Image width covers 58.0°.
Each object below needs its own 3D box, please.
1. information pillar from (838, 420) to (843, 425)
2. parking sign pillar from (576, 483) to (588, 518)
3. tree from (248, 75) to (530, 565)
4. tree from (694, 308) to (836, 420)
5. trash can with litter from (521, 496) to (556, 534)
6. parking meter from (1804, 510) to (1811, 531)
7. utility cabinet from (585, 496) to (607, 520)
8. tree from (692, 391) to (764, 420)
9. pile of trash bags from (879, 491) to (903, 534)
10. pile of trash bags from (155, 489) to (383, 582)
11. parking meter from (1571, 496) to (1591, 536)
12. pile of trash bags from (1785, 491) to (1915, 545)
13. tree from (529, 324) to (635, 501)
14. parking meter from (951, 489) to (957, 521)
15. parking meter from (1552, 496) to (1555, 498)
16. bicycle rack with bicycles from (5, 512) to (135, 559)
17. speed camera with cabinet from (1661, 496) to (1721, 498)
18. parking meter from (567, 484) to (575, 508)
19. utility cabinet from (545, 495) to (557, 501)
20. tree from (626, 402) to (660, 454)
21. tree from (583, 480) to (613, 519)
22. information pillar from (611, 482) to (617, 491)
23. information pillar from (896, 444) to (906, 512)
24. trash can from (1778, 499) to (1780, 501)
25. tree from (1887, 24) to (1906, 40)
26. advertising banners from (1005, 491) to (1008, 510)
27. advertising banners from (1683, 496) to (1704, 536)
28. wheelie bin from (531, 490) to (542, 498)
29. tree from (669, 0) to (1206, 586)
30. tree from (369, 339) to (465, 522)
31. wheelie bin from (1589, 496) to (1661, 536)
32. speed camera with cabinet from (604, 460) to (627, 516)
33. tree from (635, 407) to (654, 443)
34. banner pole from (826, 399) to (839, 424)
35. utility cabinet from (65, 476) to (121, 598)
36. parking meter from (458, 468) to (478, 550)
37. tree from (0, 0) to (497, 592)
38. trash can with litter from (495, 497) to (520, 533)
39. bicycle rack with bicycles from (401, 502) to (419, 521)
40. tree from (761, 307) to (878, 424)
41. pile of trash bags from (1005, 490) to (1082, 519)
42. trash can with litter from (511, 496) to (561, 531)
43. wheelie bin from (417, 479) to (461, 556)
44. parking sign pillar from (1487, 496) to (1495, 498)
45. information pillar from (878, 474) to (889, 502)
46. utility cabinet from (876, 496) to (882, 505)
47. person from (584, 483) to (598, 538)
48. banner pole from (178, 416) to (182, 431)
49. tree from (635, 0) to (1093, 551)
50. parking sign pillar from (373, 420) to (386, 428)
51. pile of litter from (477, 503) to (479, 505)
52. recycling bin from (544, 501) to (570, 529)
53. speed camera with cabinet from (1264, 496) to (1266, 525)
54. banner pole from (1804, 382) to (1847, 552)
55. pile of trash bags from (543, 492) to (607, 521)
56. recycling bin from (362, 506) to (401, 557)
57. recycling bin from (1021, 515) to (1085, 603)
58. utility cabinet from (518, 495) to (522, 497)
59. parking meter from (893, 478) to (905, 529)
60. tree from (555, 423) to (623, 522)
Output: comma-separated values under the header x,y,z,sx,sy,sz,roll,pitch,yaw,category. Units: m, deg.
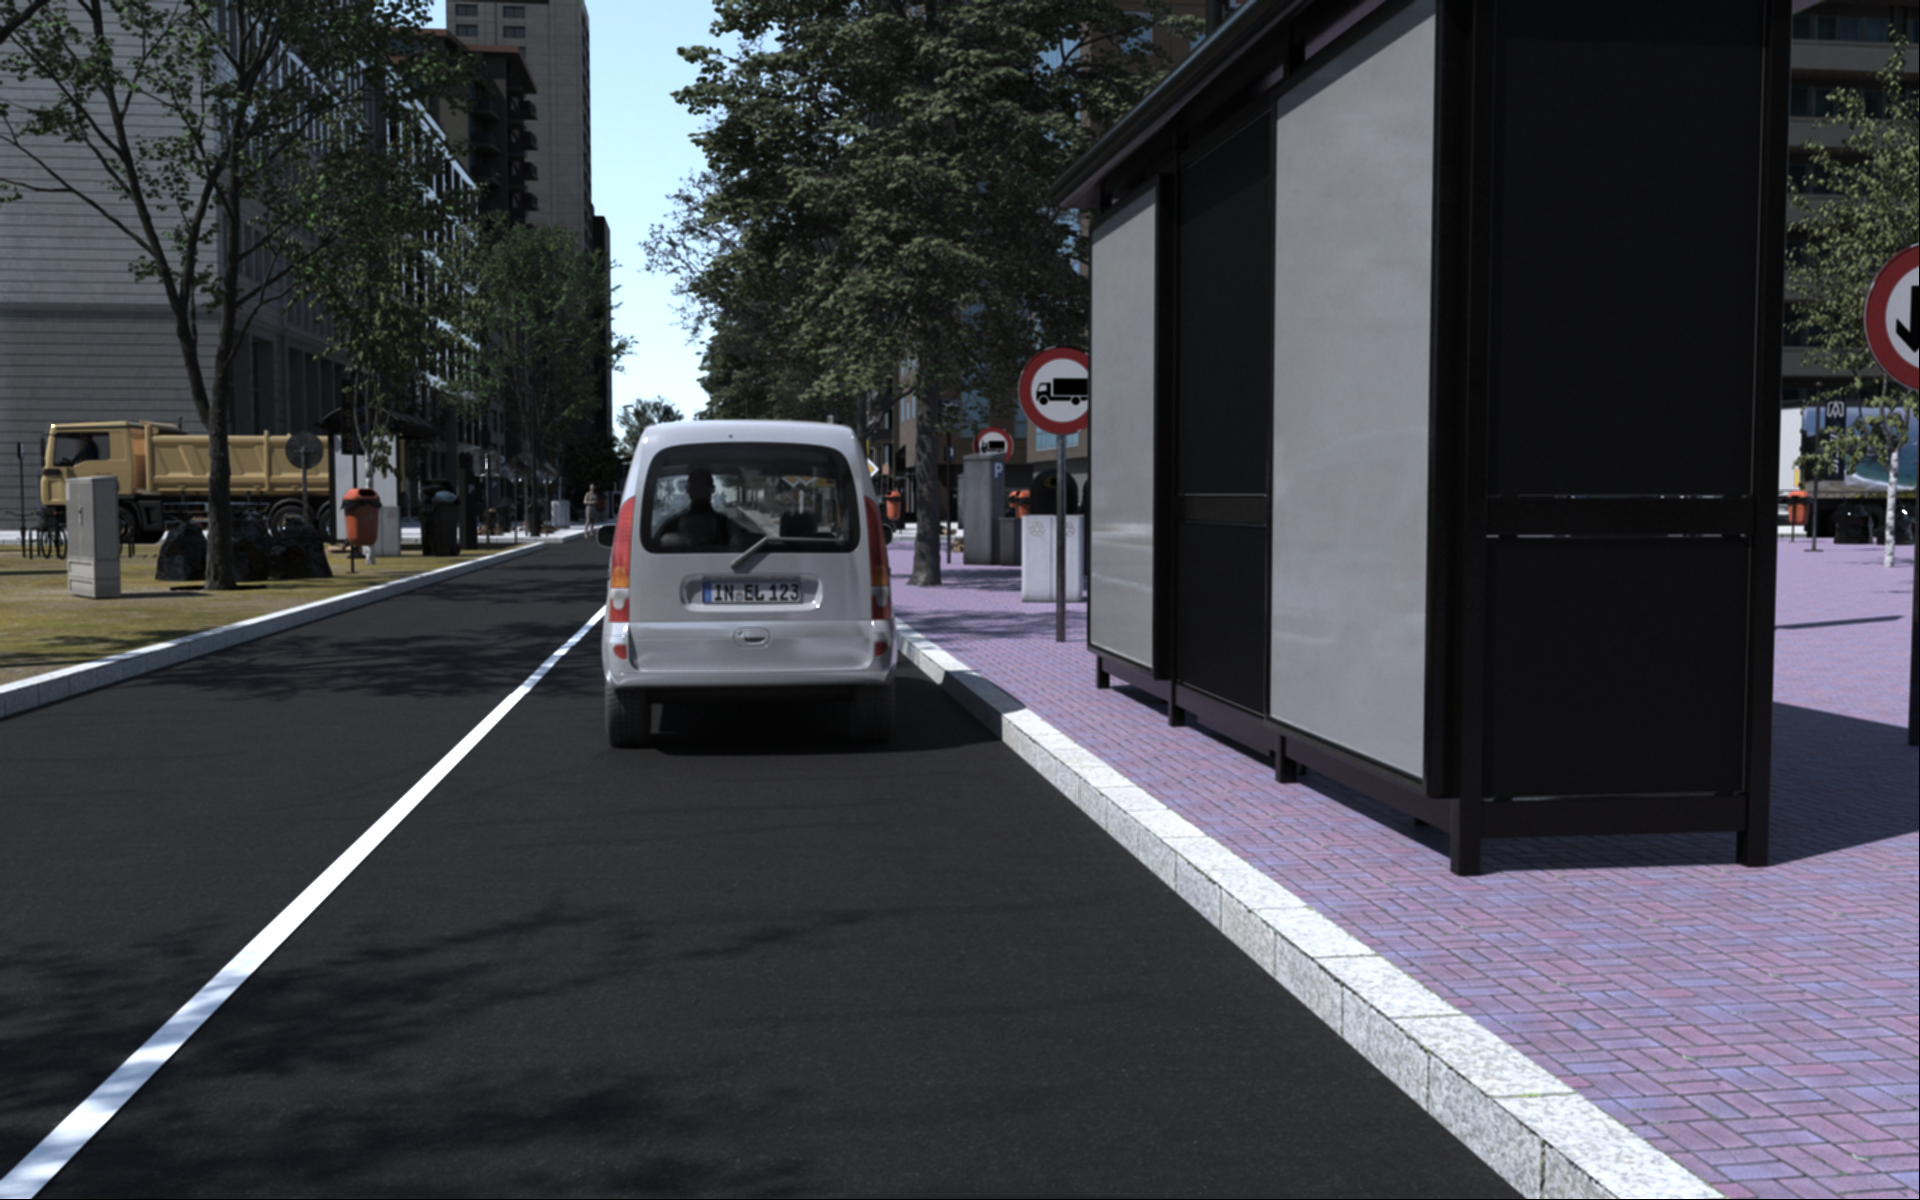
x,y,z,sx,sy,sz,roll,pitch,yaw,category
-3.582,-3.792,53.357,0.504,3.616,0.183,0,4,1,information pillar
-19.717,-6.324,91.868,1.447,3.967,1.447,1,4,19,parking sign pillar
-10.514,-4.955,31.371,4.737,8.622,4.395,0,3,0,tree
-12.216,-12.373,108.955,9.857,13.997,8.962,0,3,0,tree
-13.612,-2.755,56.436,1.055,1.170,0.624,2,4,29,trash can with litter
29.231,-3.126,59.516,0.372,1.533,0.369,0,3,0,parking meter
-18.038,-4.568,85.850,1.020,1.237,0.306,0,4,1,utility cabinet
-34.799,-25.124,266.667,12.611,20.169,13.585,0,3,0,tree
-2.849,-2.899,57.148,1.912,1.369,3.447,-2,4,-31,pile of trash bags
-10.453,-1.040,26.758,1.912,1.369,3.447,2,4,34,pile of trash bags
9.836,-1.157,27.331,0.372,1.533,0.369,0,3,0,parking meter
23.227,-2.165,45.145,1.912,1.369,3.447,-3,4,-37,pile of trash bags
-17.024,-7.484,72.732,4.737,8.622,4.395,0,3,0,tree
-0.303,-4.458,81.300,0.372,1.533,0.369,0,3,0,parking meter
26.605,-4.211,77.257,0.372,1.533,0.369,0,3,0,parking meter
-17.919,-1.327,35.086,2.852,0.926,2.925,-1,4,-22,bicycle rack with bicycles
26.592,-4.201,63.014,0.660,3.252,2.038,-3,4,-37,speed camera with cabinet
-23.346,-6.007,103.922,0.255,1.863,0.399,2,4,28,parking meter
-26.510,-6.196,112.473,0.306,1.237,1.020,2,4,35,utility cabinet
-24.827,-11.465,137.807,4.360,8.622,3.978,0,3,0,tree
-18.407,-5.690,87.635,1.663,3.219,1.824,0,3,0,tree
-21.046,-6.157,105.166,0.304,2.012,0.304,1,4,15,information pillar
-2.773,-5.510,81.441,0.504,3.616,0.183,-1,4,-22,information pillar
22.298,-2.223,47.999,0.748,1.137,0.748,0,3,0,trash can
12.416,-4.340,21.318,4.737,8.622,4.395,0,3,0,tree
1.480,-4.295,66.418,0.090,3.025,2.074,1,4,21,advertising banners
16.035,-2.536,37.644,0.090,3.025,2.074,3,4,38,advertising banners
-27.792,-6.472,113.732,0.980,1.594,0.693,3,4,36,wheelie bin
-0.385,-6.503,24.451,7.486,12.596,7.792,0,3,0,tree
-24.813,-7.840,78.549,4.360,8.622,3.978,0,3,0,tree
8.235,-0.833,21.536,0.693,1.594,0.980,-2,4,-25,wheelie bin
-19.762,-6.491,100.456,0.660,3.252,2.038,2,4,28,speed camera with cabinet
-27.244,-11.921,145.268,4.737,8.622,4.395,0,3,0,tree
-3.348,-3.407,45.721,0.401,3.779,0.863,-2,4,-29,banner pole
-10.794,-0.786,21.524,0.318,1.500,1.173,-3,5,-41,utility cabinet
-11.297,-2.083,39.771,0.255,1.863,0.399,2,4,29,parking meter
-9.991,-5.932,22.750,9.928,11.665,9.643,0,3,0,tree
-15.156,-2.813,57.383,0.624,1.170,1.055,0,4,7,trash can with litter
-25.334,-4.242,82.743,2.925,0.926,2.852,-3,5,-41,bicycle rack with bicycles
-5.034,-6.713,60.125,4.360,8.622,3.978,0,3,0,tree
2.974,-2.882,56.875,3.447,1.369,1.912,3,5,41,pile of trash bags
-14.913,-3.018,60.394,2.233,1.210,1.678,0,4,-7,trash can with litter
-10.793,-1.712,35.907,0.980,1.594,0.693,2,4,28,wheelie bin
36.090,-7.946,118.384,1.447,3.967,1.447,-1,4,-8,parking sign pillar
-2.856,-3.670,64.490,0.304,2.012,0.304,-2,4,-25,information pillar
-3.268,-3.077,61.476,1.020,1.237,0.306,0,4,1,utility cabinet
-12.003,-2.909,56.401,0.374,1.781,0.599,3,5,44,person
-25.049,-4.015,55.668,0.401,3.779,0.863,-1,4,-17,banner pole
-2.124,-7.872,39.085,12.009,13.543,11.850,0,3,0,tree
-18.643,-4.042,54.554,1.447,3.967,1.447,0,4,4,parking sign pillar
-28.462,-5.431,102.769,1.176,0.858,1.719,0,4,-3,pile of litter
-15.062,-3.189,64.700,0.722,1.027,0.722,1,4,18,recycling bin
7.970,-3.071,44.554,2.038,3.252,0.660,-3,4,-38,speed camera with cabinet
19.384,-2.979,38.730,0.863,3.779,0.401,0,4,2,banner pole
-18.687,-4.488,83.130,3.447,1.369,1.912,-1,4,-8,pile of trash bags
-11.900,-1.409,35.596,0.722,1.027,0.722,-1,4,-22,recycling bin
1.122,-0.504,20.795,0.722,1.027,0.722,0,4,6,recycling bin
-29.943,-6.568,118.548,0.306,1.237,1.020,0,4,6,utility cabinet
-2.222,-3.524,63.337,0.255,1.863,0.399,3,5,41,parking meter
-16.973,-5.864,79.592,4.285,4.588,4.351,0,3,0,tree
